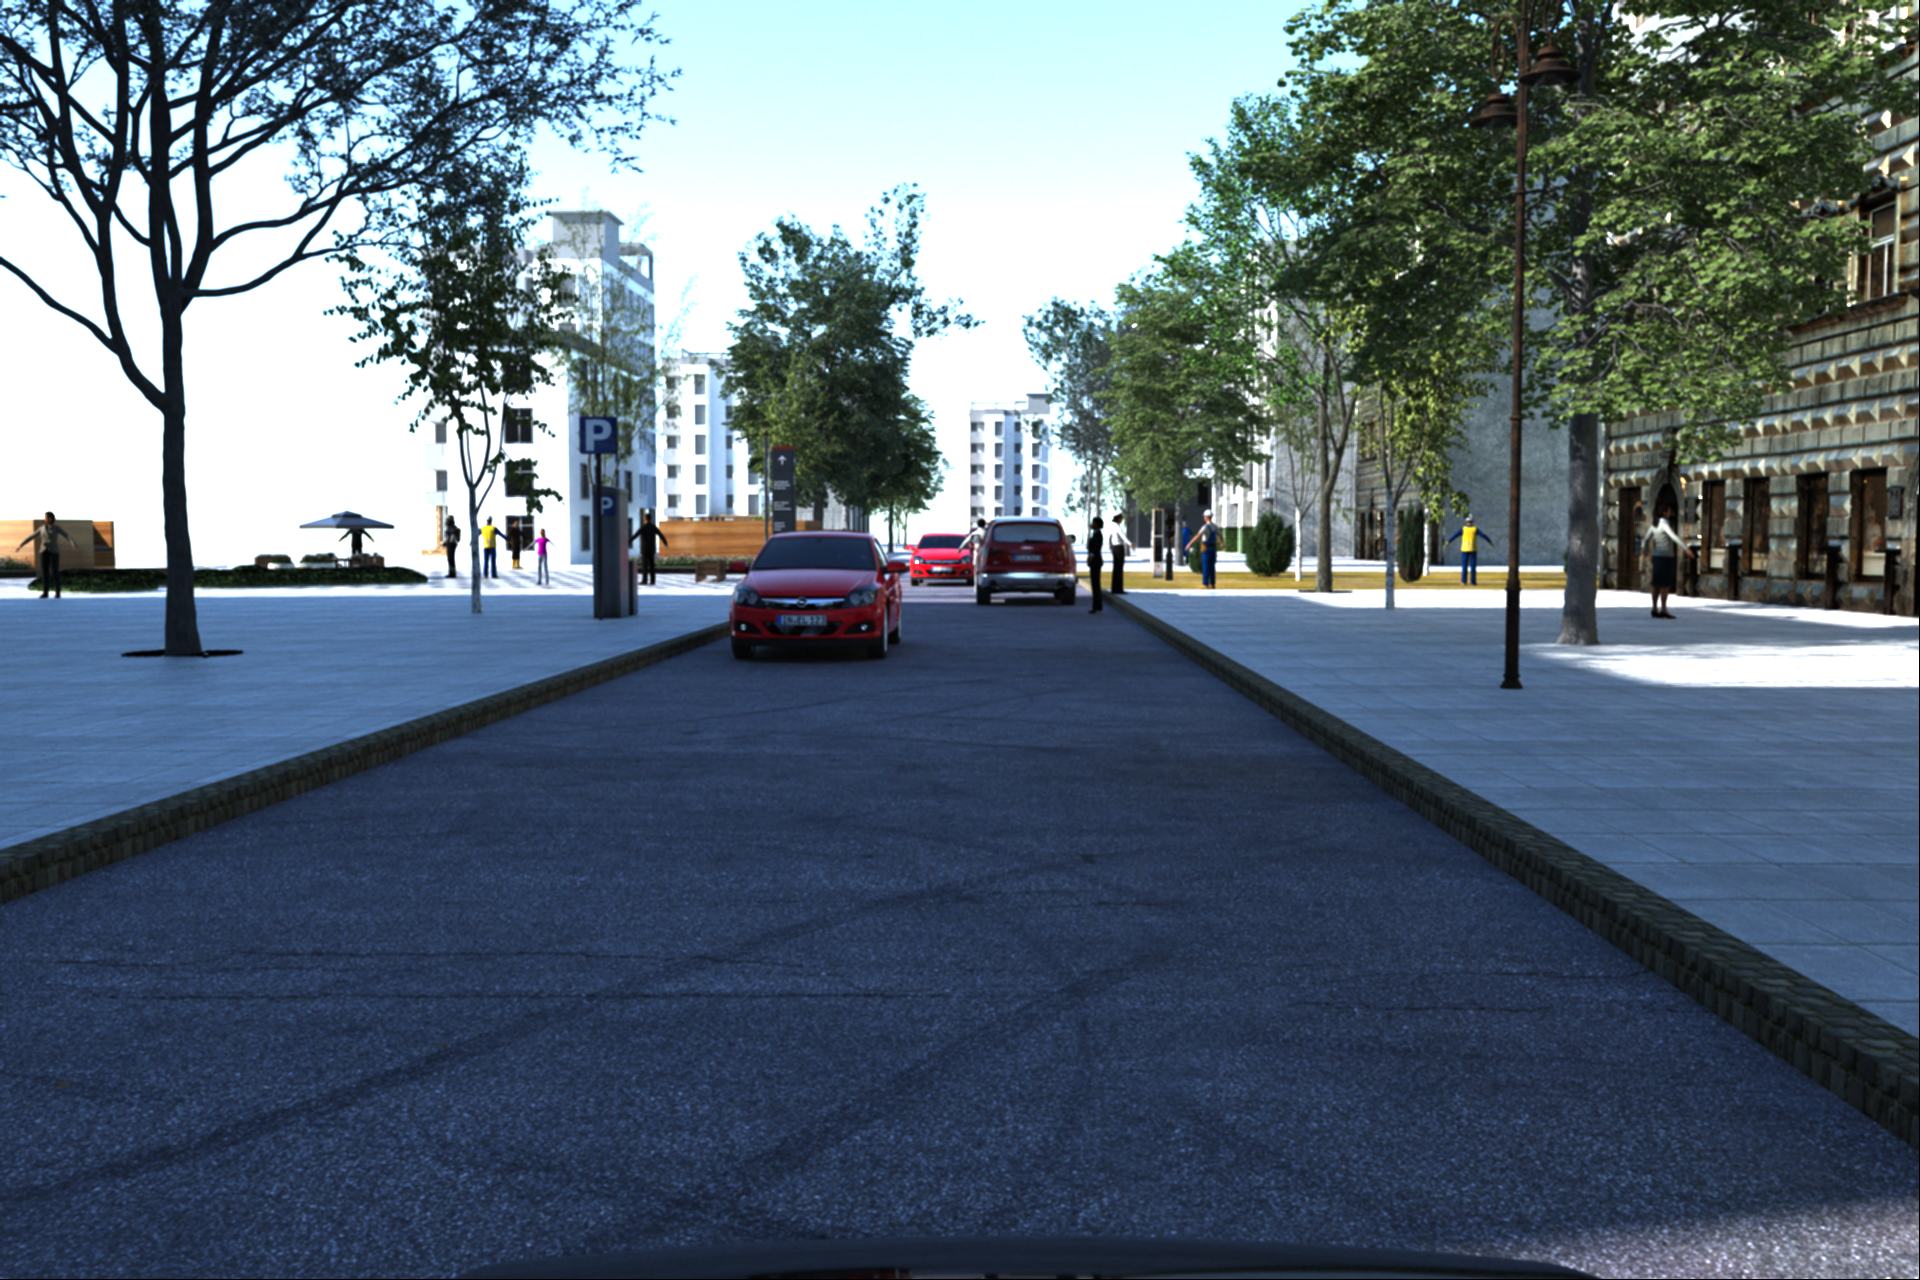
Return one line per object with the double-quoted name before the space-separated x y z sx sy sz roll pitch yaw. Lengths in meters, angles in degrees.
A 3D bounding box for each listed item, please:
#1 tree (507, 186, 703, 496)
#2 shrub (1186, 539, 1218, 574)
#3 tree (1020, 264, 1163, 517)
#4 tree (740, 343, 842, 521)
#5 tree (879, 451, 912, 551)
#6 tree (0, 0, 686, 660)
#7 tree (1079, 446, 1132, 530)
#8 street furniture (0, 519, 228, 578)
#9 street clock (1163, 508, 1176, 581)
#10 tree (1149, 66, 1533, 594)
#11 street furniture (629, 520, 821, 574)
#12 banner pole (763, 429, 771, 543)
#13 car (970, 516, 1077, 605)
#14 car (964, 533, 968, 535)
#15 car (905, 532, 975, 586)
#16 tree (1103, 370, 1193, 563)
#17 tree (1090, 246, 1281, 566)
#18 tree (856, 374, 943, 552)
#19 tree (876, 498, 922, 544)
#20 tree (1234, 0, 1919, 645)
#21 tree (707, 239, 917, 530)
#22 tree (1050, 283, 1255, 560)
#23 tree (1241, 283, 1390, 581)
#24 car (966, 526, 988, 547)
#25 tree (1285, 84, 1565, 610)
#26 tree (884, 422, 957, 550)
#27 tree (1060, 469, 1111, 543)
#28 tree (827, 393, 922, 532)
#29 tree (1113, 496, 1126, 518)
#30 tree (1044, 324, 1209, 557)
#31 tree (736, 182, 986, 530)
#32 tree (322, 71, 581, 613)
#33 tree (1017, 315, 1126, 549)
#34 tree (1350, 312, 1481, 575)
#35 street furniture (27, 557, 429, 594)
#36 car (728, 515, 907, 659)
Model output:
"tree" -8.106 -5.338 37.633 4.360 8.622 3.978 0 3 0
"shrub" 7.767 -2.716 55.527 1.383 1.207 1.383 0 3 0
"tree" 10.909 -16.249 121.559 12.611 20.169 13.585 0 3 0
"tree" -6.753 -7.180 67.755 4.737 8.622 4.395 0 3 0
"tree" -5.147 -11.174 133.059 4.737 8.622 4.395 0 3 0
"tree" -8.297 -6.569 17.775 12.009 13.543 11.850 0 3 0
"tree" 10.140 -9.678 108.592 4.360 8.622 3.978 0 3 0
"street furniture" -30.134 -2.901 54.288 9.812 1.723 11.010 2 4 30
"street clock" 5.785 -2.646 47.831 0.358 2.002 0.471 0 4 2
"tree" 8.145 -6.842 37.616 9.928 11.665 9.643 0 3 0
"street furniture" -8.729 -3.165 58.609 9.812 1.723 11.010 1 4 11
"banner pole" -4.636 -3.164 41.756 0.401 3.779 0.863 0 4 3
"car" 1.355 -1.712 36.659 2.281 1.827 5.304 0 4 1
"car" 0.676 -6.831 121.286 1.945 1.707 3.694 0 4 1
"car" -0.450 -2.459 49.244 2.155 1.783 4.494 0 4 1
"tree" 8.480 -7.662 75.633 4.360 8.622 3.978 0 3 0
"tree" 8.874 -9.181 68.233 7.486 12.596 7.792 0 3 0
"tree" -4.674 -12.507 122.624 7.486 12.596 7.792 0 3 0
"tree" -8.491 -18.927 235.217 9.928 11.665 9.643 0 3 0
"tree" 7.146 -6.246 20.255 7.486 12.596 7.792 0 3 0
"tree" -6.355 -10.405 76.773 9.857 13.997 8.962 0 3 0
"tree" 9.477 -10.659 84.646 12.009 13.543 11.850 0 3 0
"tree" 9.277 -5.953 47.689 4.360 8.622 3.978 0 3 0
"car" 1.206 -4.226 77.775 2.281 1.827 5.304 0 4 2
"tree" 7.424 -4.799 28.827 4.737 8.622 4.395 0 3 0
"tree" -4.512 -12.610 140.589 8.767 10.594 7.601 0 4 -2
"tree" 17.084 -18.479 236.547 7.601 10.594 8.767 0 4 6
"tree" -5.955 -10.801 111.009 8.767 10.594 7.601 2 4 34
"tree" 23.072 -17.547 237.262 4.737 8.622 4.395 0 3 0
"tree" 9.666 -11.533 98.934 12.009 13.543 11.850 0 3 0
"tree" -4.683 -14.458 92.283 12.611 20.169 13.585 0 3 0
"tree" -7.885 -4.731 27.721 4.737 8.622 4.395 0 3 0
"tree" 11.170 -17.714 145.519 12.611 20.169 13.585 0 3 0
"tree" 14.304 -6.313 53.586 4.737 8.622 4.395 0 3 0
"street furniture" -18.047 -1.636 42.372 5.734 0.657 10.072 3 4 37
"car" -1.698 -0.749 21.283 2.155 1.783 4.494 0 4 1
